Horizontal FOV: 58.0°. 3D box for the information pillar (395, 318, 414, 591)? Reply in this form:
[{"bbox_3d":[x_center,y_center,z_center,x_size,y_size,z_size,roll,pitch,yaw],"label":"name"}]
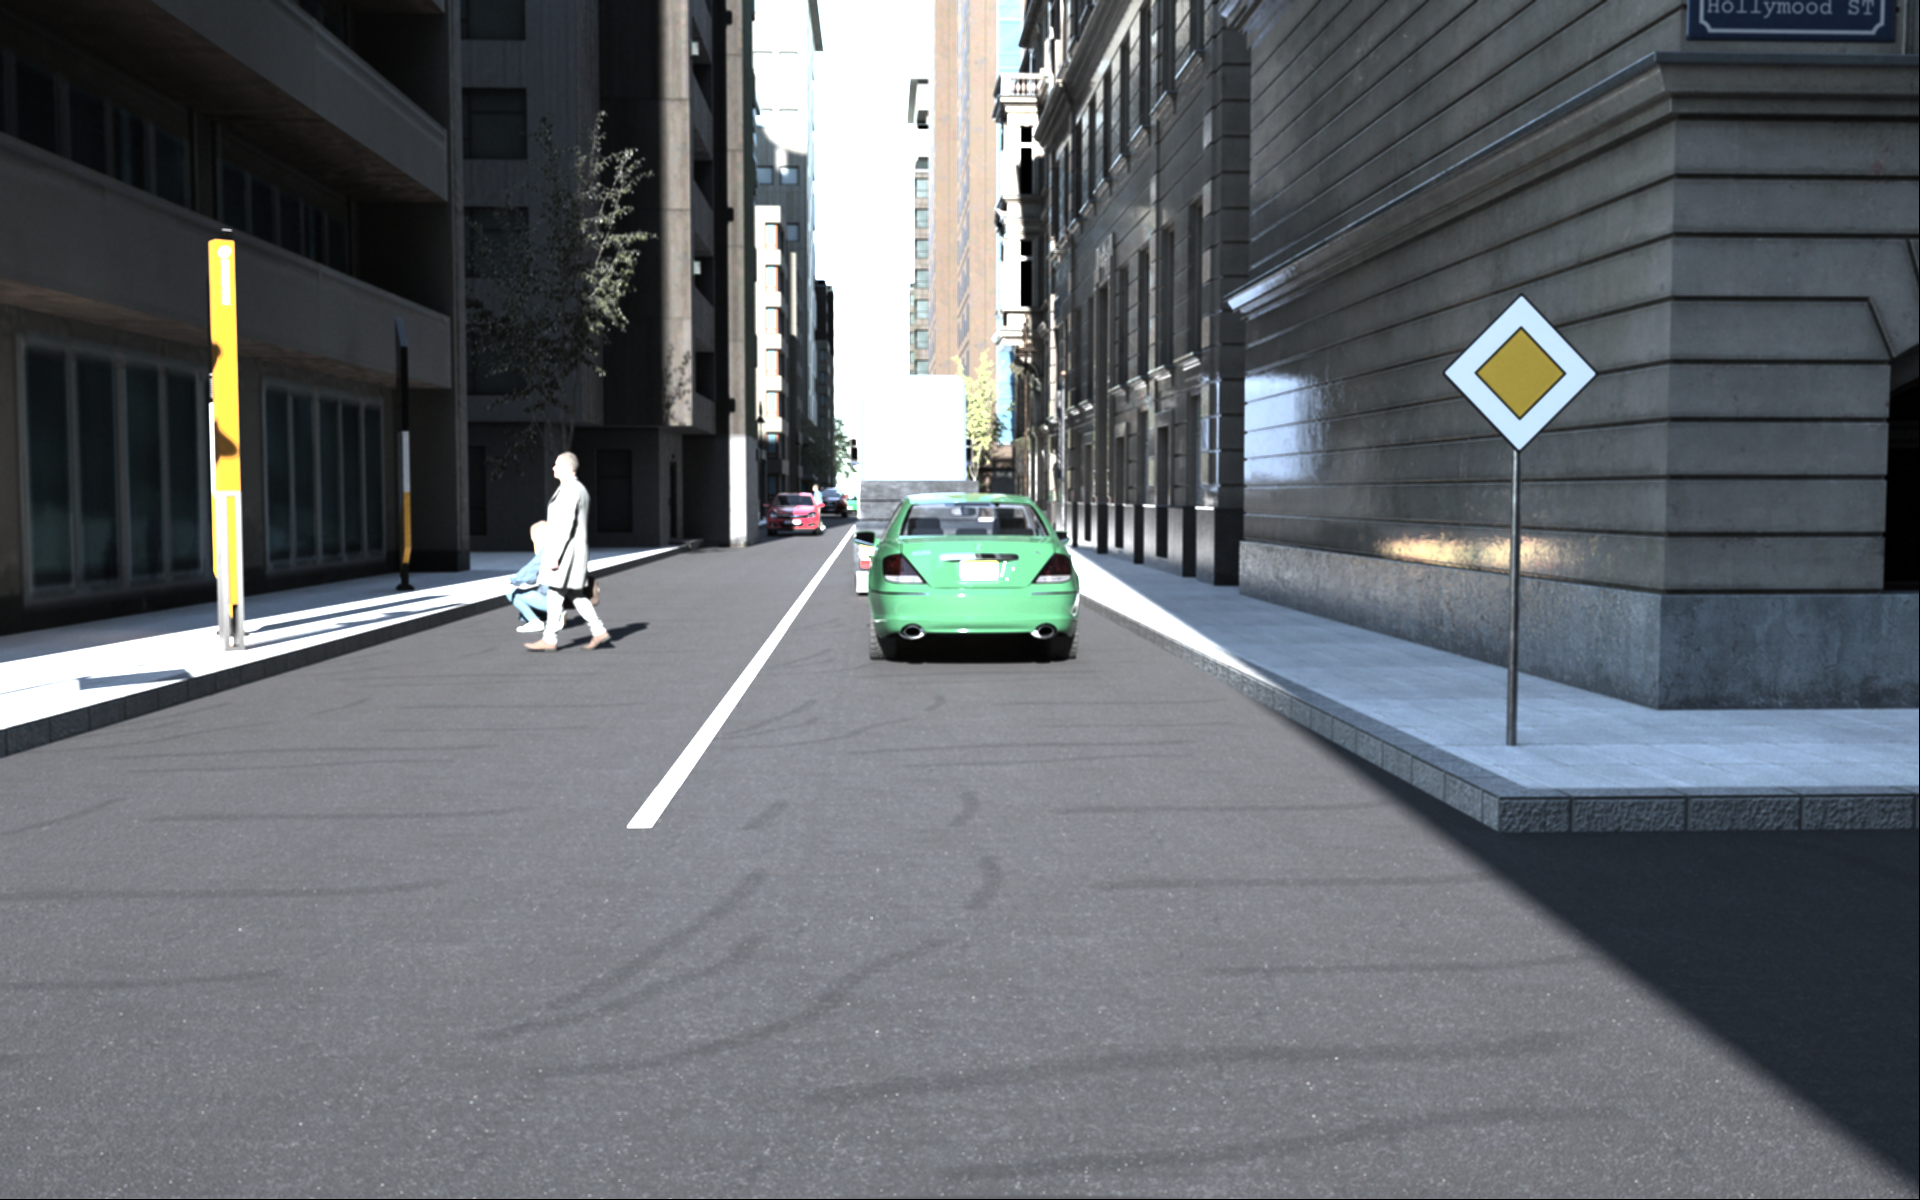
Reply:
[{"bbox_3d":[-7.390,-1.935,22.993,0.183,3.616,0.504,-2,4,-26],"label":"information pillar"}]

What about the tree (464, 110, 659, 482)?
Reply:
[{"bbox_3d":[-7.766,-5.061,33.111,4.360,8.622,3.978,0,3,0],"label":"tree"}]

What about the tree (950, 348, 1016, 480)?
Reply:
[{"bbox_3d":[0.740,-8.429,88.176,4.737,8.622,4.395,0,3,0],"label":"tree"}]

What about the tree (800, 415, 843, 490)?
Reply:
[{"bbox_3d":[-13.144,-12.866,160.719,4.360,8.622,3.978,0,3,0],"label":"tree"}]

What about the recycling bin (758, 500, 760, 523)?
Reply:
[{"bbox_3d":[-9.321,-3.956,77.235,0.722,1.027,0.722,0,4,2],"label":"recycling bin"}]

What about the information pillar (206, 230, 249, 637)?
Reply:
[{"bbox_3d":[-6.636,-1.484,15.619,0.183,3.616,0.504,-3,5,-41],"label":"information pillar"}]

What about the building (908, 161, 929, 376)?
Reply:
[{"bbox_3d":[2.909,-23.325,153.063,14.160,30.474,14.107,0,4,-3],"label":"building"}]

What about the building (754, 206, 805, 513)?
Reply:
[{"bbox_3d":[-25.240,-16.687,117.879,27.650,21.520,28.899,0,4,-3],"label":"building"}]

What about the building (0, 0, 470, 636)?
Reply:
[{"bbox_3d":[-18.437,-24.047,16.864,21.300,48.544,21.600,0,4,-3],"label":"building"}]

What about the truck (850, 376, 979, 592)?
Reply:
[{"bbox_3d":[-0.754,-2.681,33.588,2.967,4.110,18.799,0,4,-3],"label":"truck"}]

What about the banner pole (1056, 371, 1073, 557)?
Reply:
[{"bbox_3d":[2.042,-2.752,35.010,0.401,3.779,0.863,1,4,15],"label":"banner pole"}]

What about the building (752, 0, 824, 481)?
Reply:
[{"bbox_3d":[-28.686,-36.081,179.158,28.713,52.752,27.495,0,4,-3],"label":"building"}]

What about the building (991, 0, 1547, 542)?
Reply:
[{"bbox_3d":[8.542,-15.118,66.259,14.460,24.649,34.723,0,4,-3],"label":"building"}]

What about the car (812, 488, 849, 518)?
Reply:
[{"bbox_3d":[-7.996,-6.026,107.205,2.281,1.827,5.304,0,4,-2],"label":"car"}]

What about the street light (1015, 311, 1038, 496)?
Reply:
[{"bbox_3d":[1.660,-4.342,43.784,0.468,5.910,1.993,0,4,-3],"label":"street light"}]

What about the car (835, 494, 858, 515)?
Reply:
[{"bbox_3d":[-7.835,-6.828,120.439,1.959,1.807,4.718,0,4,-5],"label":"car"}]

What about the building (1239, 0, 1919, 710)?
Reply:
[{"bbox_3d":[20.808,-12.011,15.462,34.723,24.649,14.460,0,4,-3],"label":"building"}]

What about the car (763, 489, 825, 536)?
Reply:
[{"bbox_3d":[-5.817,-3.165,60.784,2.155,1.783,4.494,0,4,-4],"label":"car"}]

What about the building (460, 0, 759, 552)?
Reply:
[{"bbox_3d":[-12.691,-16.625,43.520,14.160,30.474,14.107,0,4,-3],"label":"building"}]

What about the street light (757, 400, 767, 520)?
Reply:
[{"bbox_3d":[-9.766,-6.864,85.019,0.468,5.910,1.993,0,4,-3],"label":"street light"}]

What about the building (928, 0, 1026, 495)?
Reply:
[{"bbox_3d":[5.021,-28.373,114.014,14.600,45.320,14.200,0,4,-3],"label":"building"}]

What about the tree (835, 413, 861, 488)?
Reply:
[{"bbox_3d":[-17.427,-19.839,242.487,7.486,12.596,7.792,0,3,0],"label":"tree"}]

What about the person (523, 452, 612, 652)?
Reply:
[{"bbox_3d":[-3.601,-0.442,15.833,0.767,1.812,0.694,0,3,0],"label":"person"}]

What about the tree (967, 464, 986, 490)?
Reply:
[{"bbox_3d":[0.298,-5.989,92.522,1.663,3.219,1.824,0,3,0],"label":"tree"}]

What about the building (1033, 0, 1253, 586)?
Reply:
[{"bbox_3d":[8.616,-14.586,35.744,12.463,27.353,25.104,0,4,-3],"label":"building"}]

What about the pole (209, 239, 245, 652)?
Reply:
[{"bbox_3d":[-5.946,-1.235,14.044,0.158,3.312,0.155,0,3,0],"label":"pole"}]

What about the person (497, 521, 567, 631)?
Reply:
[{"bbox_3d":[-4.515,-0.254,18.150,0.738,1.151,1.012,1,4,8],"label":"person"}]

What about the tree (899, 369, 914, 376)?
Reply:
[{"bbox_3d":[-4.359,-15.815,168.940,12.009,13.543,11.850,0,3,0],"label":"tree"}]

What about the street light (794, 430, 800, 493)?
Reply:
[{"bbox_3d":[-11.644,-9.263,124.244,0.468,5.910,1.993,0,4,-3],"label":"street light"}]

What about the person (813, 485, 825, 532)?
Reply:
[{"bbox_3d":[-5.251,-3.398,64.395,0.444,1.785,0.601,1,4,16],"label":"person"}]

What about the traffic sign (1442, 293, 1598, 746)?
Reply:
[{"bbox_3d":[2.812,-0.314,8.776,0.795,2.450,0.064,0,4,-3],"label":"traffic sign"}]

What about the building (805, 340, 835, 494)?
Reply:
[{"bbox_3d":[-29.306,-22.215,208.258,27.650,21.520,28.899,0,4,-3],"label":"building"}]

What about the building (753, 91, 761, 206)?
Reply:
[{"bbox_3d":[-29.550,-27.624,143.531,32.217,40.220,23.993,0,4,-3],"label":"building"}]

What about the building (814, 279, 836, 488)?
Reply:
[{"bbox_3d":[-23.794,-28.014,229.731,14.160,30.474,14.107,0,4,-3],"label":"building"}]

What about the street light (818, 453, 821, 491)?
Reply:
[{"bbox_3d":[-13.741,-11.968,168.457,0.468,5.910,1.993,0,4,-3],"label":"street light"}]

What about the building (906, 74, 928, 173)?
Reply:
[{"bbox_3d":[7.922,-38.302,215.470,28.713,52.752,27.495,0,4,-3],"label":"building"}]

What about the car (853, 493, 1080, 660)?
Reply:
[{"bbox_3d":[0.048,-0.283,16.433,2.131,1.459,4.920,0,4,-3],"label":"car"}]

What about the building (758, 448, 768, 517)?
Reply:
[{"bbox_3d":[-21.009,-39.972,91.800,20.563,71.187,20.611,0,4,-3],"label":"building"}]
